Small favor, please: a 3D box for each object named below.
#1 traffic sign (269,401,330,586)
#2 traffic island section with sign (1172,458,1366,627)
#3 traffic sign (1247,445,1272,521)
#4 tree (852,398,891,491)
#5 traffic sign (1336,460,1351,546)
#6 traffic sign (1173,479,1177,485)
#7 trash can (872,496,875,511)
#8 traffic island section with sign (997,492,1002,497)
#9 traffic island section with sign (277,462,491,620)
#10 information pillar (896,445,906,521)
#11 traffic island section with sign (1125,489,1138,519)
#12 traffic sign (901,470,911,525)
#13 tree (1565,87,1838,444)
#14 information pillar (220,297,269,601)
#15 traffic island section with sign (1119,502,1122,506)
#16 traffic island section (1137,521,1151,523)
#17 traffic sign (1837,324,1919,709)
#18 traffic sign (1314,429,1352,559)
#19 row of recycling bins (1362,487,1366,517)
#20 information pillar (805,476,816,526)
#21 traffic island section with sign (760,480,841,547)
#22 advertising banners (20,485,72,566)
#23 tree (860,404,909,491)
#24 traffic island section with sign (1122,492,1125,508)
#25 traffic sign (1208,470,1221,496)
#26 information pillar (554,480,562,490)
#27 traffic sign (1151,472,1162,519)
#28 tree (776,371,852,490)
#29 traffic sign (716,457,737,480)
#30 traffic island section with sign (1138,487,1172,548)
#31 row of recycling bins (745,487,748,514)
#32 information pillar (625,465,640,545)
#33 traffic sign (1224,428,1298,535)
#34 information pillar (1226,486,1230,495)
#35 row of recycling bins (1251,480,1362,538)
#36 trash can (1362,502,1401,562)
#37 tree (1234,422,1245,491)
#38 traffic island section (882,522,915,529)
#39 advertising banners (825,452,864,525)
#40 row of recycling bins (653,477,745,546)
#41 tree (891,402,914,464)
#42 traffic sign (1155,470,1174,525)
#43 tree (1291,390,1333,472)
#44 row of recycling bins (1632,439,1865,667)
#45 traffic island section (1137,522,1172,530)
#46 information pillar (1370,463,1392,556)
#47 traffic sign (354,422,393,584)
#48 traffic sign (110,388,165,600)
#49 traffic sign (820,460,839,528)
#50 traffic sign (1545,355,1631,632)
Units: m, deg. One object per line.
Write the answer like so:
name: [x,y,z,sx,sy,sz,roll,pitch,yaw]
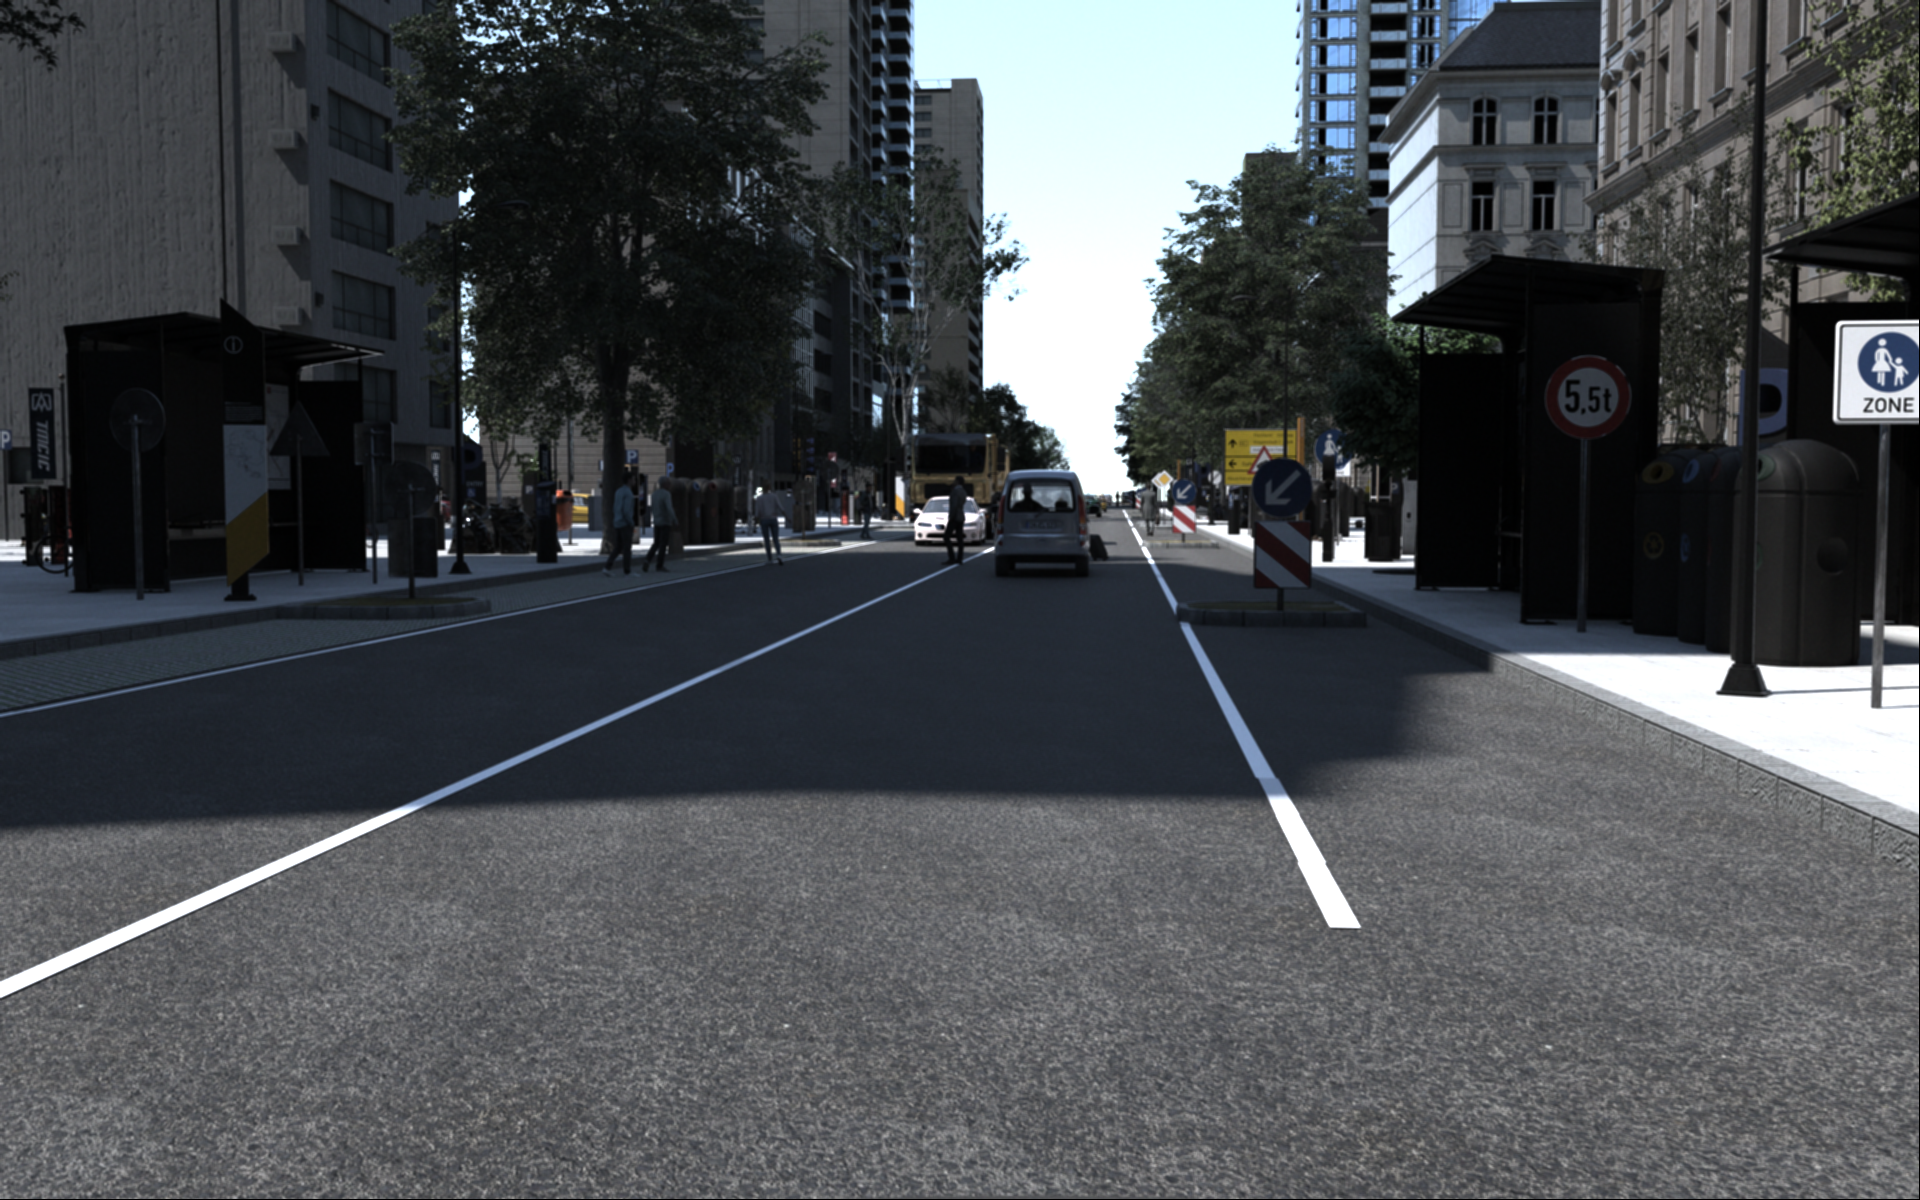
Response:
traffic sign: [-9.238,-1.481,24.214,0.884,2.594,0.081,0,4,6]
traffic island section with sign: [3.477,-0.676,19.679,1.989,1.847,2.006,0,4,5]
traffic sign: [8.094,-2.824,46.181,0.884,2.594,0.081,0,4,7]
tree: [-7.558,-10.700,125.303,4.360,8.622,3.978,0,3,0]
traffic sign: [9.363,-2.492,42.868,0.606,2.300,0.079,1,4,14]
traffic sign: [18.662,-9.106,148.981,0.768,2.556,0.104,1,4,14]
trash can: [-6.658,-7.164,128.784,0.748,1.137,0.748,0,3,0]
traffic island section with sign: [3.048,-7.393,129.495,1.989,1.847,2.006,0,4,5]
traffic island section with sign: [-6.707,-0.729,20.554,1.989,1.847,2.006,0,4,5]
information pillar: [-2.846,-5.593,82.795,0.504,3.616,0.183,2,4,29]
traffic island section with sign: [10.747,-5.645,100.926,1.989,1.847,2.006,0,4,5]
traffic sign: [-2.075,-4.180,71.983,0.795,2.450,0.064,0,4,5]
tree: [13.410,-4.942,31.162,4.360,8.622,3.978,0,3,0]
information pillar: [-8.585,-1.799,20.768,0.504,3.616,0.183,-1,4,-15]
traffic island section with sign: [17.710,-10.405,178.747,1.989,1.847,2.006,0,4,5]
traffic island section: [9.112,-3.473,79.059,2.009,0.180,2.903,0,4,5]
traffic sign: [5.487,-0.500,10.302,0.606,2.300,0.079,0,4,7]
traffic sign: [7.333,-2.073,34.006,0.768,2.556,0.104,1,4,9]
row of recycling bins: [22.144,-5.426,95.834,1.069,1.692,3.534,3,5,44]
information pillar: [-6.042,-4.016,70.155,0.304,2.012,0.304,3,5,43]
traffic island section with sign: [-4.305,-2.372,47.403,1.989,1.847,2.006,0,4,5]
advertising banners: [-16.462,-2.162,31.538,0.090,3.025,2.074,0,4,4]
tree: [-6.274,-11.688,141.469,4.737,8.622,4.395,0,3,0]
traffic island section with sign: [13.157,-7.289,127.797,1.989,1.847,2.006,0,4,5]
traffic sign: [13.747,-5.704,93.359,0.768,2.556,0.104,1,4,14]
information pillar: [-21.017,-5.267,90.604,0.304,2.012,0.304,2,4,29]
traffic sign: [9.088,-4.608,78.984,0.795,2.450,0.064,0,4,5]
tree: [-8.896,-9.418,104.340,4.360,8.622,3.978,0,3,0]
traffic sign: [-8.100,-3.656,59.878,0.768,2.556,0.104,1,4,9]
traffic island section with sign: [5.878,-2.318,46.527,1.989,1.847,2.006,0,4,5]
row of recycling bins: [-11.364,-5.041,89.532,1.069,1.692,3.534,-1,4,-9]
information pillar: [-8.355,-2.417,44.018,0.304,2.012,0.304,3,5,42]
traffic sign: [9.351,-3.673,53.931,2.265,3.308,0.079,0,4,7]
information pillar: [18.577,-7.906,120.622,0.183,3.616,0.504,-3,5,-45]
row of recycling bins: [10.157,-2.705,51.342,3.534,1.692,1.069,-2,4,-31]
trash can: [8.000,-1.300,32.910,0.748,1.137,0.748,0,3,0]
tree: [23.776,-12.112,148.392,4.737,8.622,4.395,0,3,0]
traffic island section: [-2.099,-3.044,72.046,2.009,0.180,2.903,0,4,5]
advertising banners: [-4.730,-4.606,71.490,2.074,3.025,0.090,3,5,43]
row of recycling bins: [-6.808,-2.271,44.242,1.069,1.692,3.534,1,4,18]
tree: [-5.223,-11.065,131.280,4.360,8.622,3.978,0,3,0]
traffic sign: [8.376,-4.122,71.031,0.795,2.450,0.064,0,4,5]
tree: [22.739,-9.989,113.679,4.360,8.622,3.978,0,3,0]
row of recycling bins: [6.544,-0.452,14.506,1.069,1.692,3.534,0,4,6]
traffic island section: [8.400,-2.986,71.106,2.009,0.180,2.903,0,4,5]
information pillar: [8.127,-1.772,33.472,0.304,2.012,0.304,-1,4,-14]
traffic sign: [-8.364,-1.381,24.704,0.606,2.300,0.079,1,4,14]
traffic sign: [-9.943,-1.274,20.930,0.768,2.556,0.104,1,4,14]
traffic sign: [-4.918,-3.983,65.220,0.768,2.556,0.104,1,4,12]
traffic sign: [5.775,-0.973,16.013,0.768,2.556,0.104,0,4,6]
